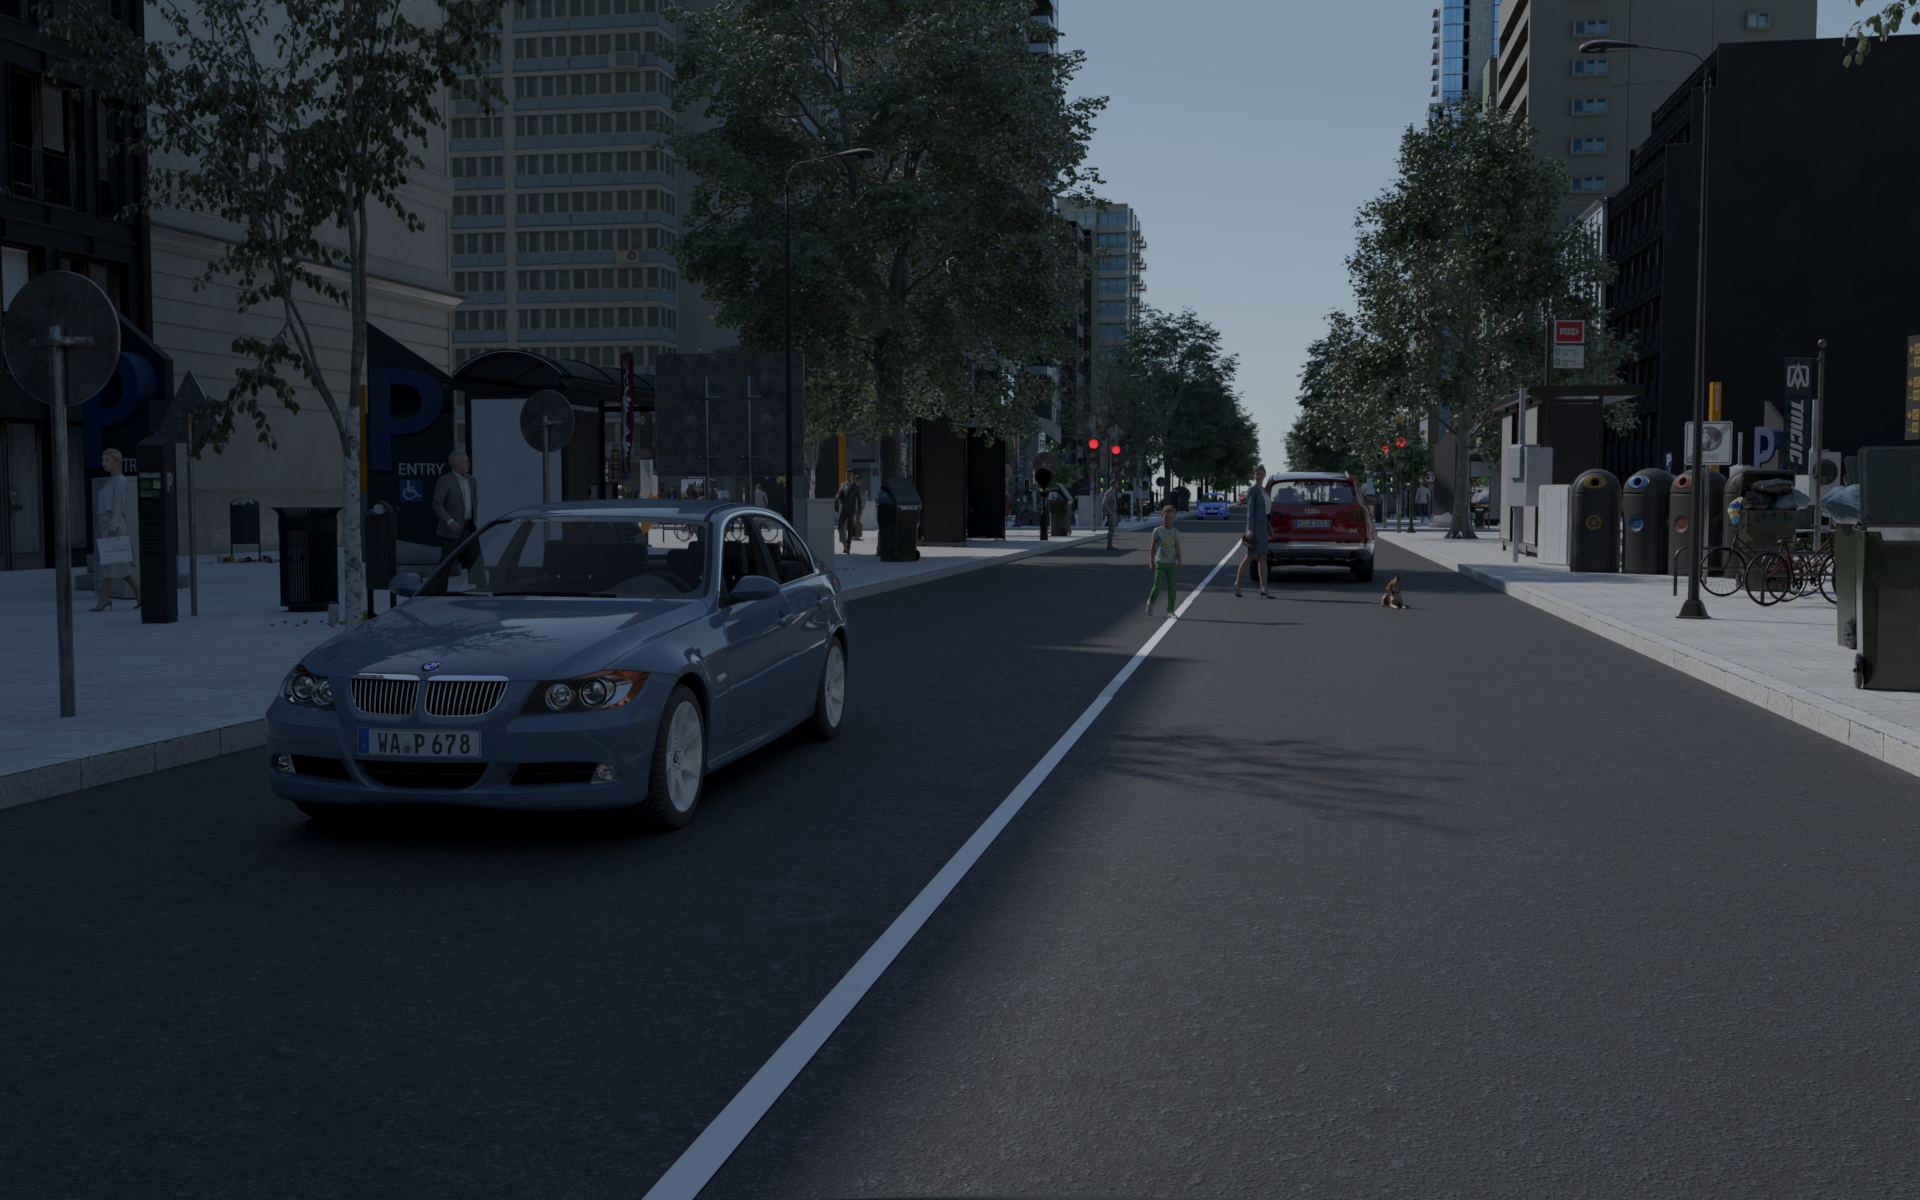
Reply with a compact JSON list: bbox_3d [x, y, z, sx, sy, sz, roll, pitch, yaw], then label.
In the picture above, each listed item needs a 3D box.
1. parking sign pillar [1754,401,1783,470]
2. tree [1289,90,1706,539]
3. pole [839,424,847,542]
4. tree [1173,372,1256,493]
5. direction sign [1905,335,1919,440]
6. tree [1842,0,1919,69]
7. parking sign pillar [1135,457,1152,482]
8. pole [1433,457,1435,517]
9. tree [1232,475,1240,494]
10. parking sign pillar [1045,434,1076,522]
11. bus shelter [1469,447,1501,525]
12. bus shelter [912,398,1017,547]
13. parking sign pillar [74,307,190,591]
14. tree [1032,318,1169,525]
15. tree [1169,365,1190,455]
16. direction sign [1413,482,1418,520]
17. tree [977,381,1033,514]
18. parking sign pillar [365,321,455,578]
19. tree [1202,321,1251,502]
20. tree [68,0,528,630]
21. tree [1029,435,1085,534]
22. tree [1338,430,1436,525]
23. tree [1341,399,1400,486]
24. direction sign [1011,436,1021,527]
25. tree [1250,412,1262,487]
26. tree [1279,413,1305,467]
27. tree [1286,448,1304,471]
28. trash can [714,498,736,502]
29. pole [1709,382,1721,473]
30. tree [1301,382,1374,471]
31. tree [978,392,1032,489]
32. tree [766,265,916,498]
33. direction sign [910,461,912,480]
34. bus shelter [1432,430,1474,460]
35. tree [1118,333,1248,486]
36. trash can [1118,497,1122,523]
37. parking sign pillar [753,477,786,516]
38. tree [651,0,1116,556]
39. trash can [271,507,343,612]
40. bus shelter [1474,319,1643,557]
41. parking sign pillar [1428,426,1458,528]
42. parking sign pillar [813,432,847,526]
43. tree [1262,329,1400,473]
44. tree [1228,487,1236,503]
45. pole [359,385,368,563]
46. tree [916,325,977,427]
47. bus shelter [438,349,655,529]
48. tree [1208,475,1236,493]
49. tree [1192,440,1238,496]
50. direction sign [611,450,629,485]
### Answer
[{"bbox_3d":[23.318,-3.745,49.699,1.447,3.967,1.447,0,4,-4],"label":"parking sign pillar"},{"bbox_3d":[14.547,-8.102,49.474,9.611,12.733,9.660,0,3,0],"label":"tree"},{"bbox_3d":[-3.113,-3.188,45.969,0.158,3.312,0.155,0,3,0],"label":"pole"},{"bbox_3d":[23.034,-14.957,161.550,9.611,12.733,9.660,0,3,0],"label":"tree"},{"bbox_3d":[13.643,-1.989,24.521,0.379,3.537,0.876,0,4,-3],"label":"direction sign"},{"bbox_3d":[6.135,-3.546,8.340,4.360,8.622,3.978,0,3,0],"label":"tree"},{"bbox_3d":[13.084,-8.277,123.795,1.447,3.967,1.447,3,5,45],"label":"parking sign pillar"},{"bbox_3d":[26.071,-6.188,95.012,0.158,3.312,0.155,0,3,0],"label":"pole"},{"bbox_3d":[45.643,-21.385,284.062,7.601,10.594,8.767,-3,4,-38],"label":"tree"},{"bbox_3d":[4.471,-5.435,77.341,1.447,3.967,1.447,-1,4,-17],"label":"parking sign pillar"},{"bbox_3d":[21.201,-4.560,68.473,2.014,3.302,5.546,1,4,10],"label":"bus shelter"},{"bbox_3d":[0.213,-3.294,45.144,1.731,3.624,6.357,1,4,11],"label":"bus shelter"},{"bbox_3d":[-11.286,-2.144,23.526,1.447,3.967,1.447,2,4,25],"label":"parking sign pillar"},{"bbox_3d":[5.831,-7.483,72.717,4.360,8.622,3.978,0,3,0],"label":"tree"},{"bbox_3d":[9.429,-8.429,88.169,4.360,8.622,3.978,0,3,0],"label":"tree"},{"bbox_3d":[22.141,-5.646,84.313,0.379,3.537,0.876,0,4,1],"label":"direction sign"},{"bbox_3d":[2.807,-9.696,108.884,4.737,8.622,4.395,0,3,0],"label":"tree"},{"bbox_3d":[-8.562,-2.358,27.024,1.447,3.967,1.447,-1,4,-12],"label":"parking sign pillar"},{"bbox_3d":[14.085,-12.832,116.454,9.857,13.997,8.962,0,3,0],"label":"tree"},{"bbox_3d":[-5.344,-3.914,14.363,4.360,8.622,3.978,0,3,0],"label":"tree"},{"bbox_3d":[2.968,-3.797,56.675,1.663,3.219,1.824,0,3,0],"label":"tree"},{"bbox_3d":[18.412,-5.449,72.807,4.285,4.588,4.351,0,3,0],"label":"tree"},{"bbox_3d":[21.110,-8.374,87.275,4.737,8.622,4.395,0,3,0],"label":"tree"},{"bbox_3d":[2.183,-4.601,67.220,0.379,3.537,0.876,-1,4,-15],"label":"direction sign"},{"bbox_3d":[35.962,-20.065,234.715,9.857,13.997,8.962,0,3,0],"label":"tree"},{"bbox_3d":[42.634,-17.965,204.097,12.009,13.543,11.850,0,3,0],"label":"tree"},{"bbox_3d":[50.382,-18.917,243.699,8.767,10.594,7.601,-1,4,-17],"label":"tree"},{"bbox_3d":[-8.113,-2.946,59.823,0.748,1.137,0.748,0,3,0],"label":"trash can"},{"bbox_3d":[13.775,-2.313,31.669,0.158,3.312,0.155,0,3,0],"label":"pole"},{"bbox_3d":[34.428,-14.144,157.016,9.928,11.665,9.643,0,3,0],"label":"tree"},{"bbox_3d":[3.269,-10.397,120.349,4.360,8.622,3.978,0,3,0],"label":"tree"},{"bbox_3d":[-4.344,-6.186,51.511,4.737,8.622,4.395,0,3,0],"label":"tree"},{"bbox_3d":[-3.506,-7.726,118.312,0.876,3.537,0.379,-1,4,-17],"label":"direction sign"},{"bbox_3d":[23.089,-6.271,80.158,2.179,5.291,8.768,1,4,10],"label":"bus shelter"},{"bbox_3d":[16.475,-13.464,130.502,12.009,13.543,11.850,0,3,0],"label":"tree"},{"bbox_3d":[6.767,-3.947,76.189,0.748,1.137,0.748,0,3,0],"label":"trash can"},{"bbox_3d":[-9.219,-5.696,81.600,1.447,3.967,1.447,-2,4,-35],"label":"parking sign pillar"},{"bbox_3d":[-1.504,-7.872,35.362,9.857,13.997,8.962,0,3,0],"label":"tree"},{"bbox_3d":[-7.148,-0.450,19.009,0.748,1.137,0.748,0,3,0],"label":"trash can"},{"bbox_3d":[12.802,-3.662,37.500,2.179,5.291,8.768,1,4,10],"label":"bus shelter"},{"bbox_3d":[18.619,-4.738,65.943,1.447,3.967,1.447,-1,4,-20],"label":"parking sign pillar"},{"bbox_3d":[-5.270,-4.997,70.180,1.447,3.967,1.447,1,4,15],"label":"parking sign pillar"},{"bbox_3d":[29.056,-13.533,127.923,9.857,13.997,8.962,0,3,0],"label":"tree"},{"bbox_3d":[40.339,-16.117,258.112,1.663,3.219,1.824,0,3,0],"label":"tree"},{"bbox_3d":[-11.142,-2.359,32.412,0.158,3.312,0.155,0,3,0],"label":"pole"},{"bbox_3d":[-2.360,-6.479,56.289,4.737,8.622,4.395,0,3,0],"label":"tree"},{"bbox_3d":[-5.822,-2.017,26.900,2.014,3.302,5.546,1,4,11],"label":"bus shelter"},{"bbox_3d":[30.752,-13.500,204.436,4.285,4.588,4.351,0,3,0],"label":"tree"},{"bbox_3d":[23.978,-15.507,171.670,7.486,12.596,7.792,0,3,0],"label":"tree"},{"bbox_3d":[-17.421,-5.918,88.761,0.876,3.537,0.379,-2,4,-25],"label":"direction sign"}]
